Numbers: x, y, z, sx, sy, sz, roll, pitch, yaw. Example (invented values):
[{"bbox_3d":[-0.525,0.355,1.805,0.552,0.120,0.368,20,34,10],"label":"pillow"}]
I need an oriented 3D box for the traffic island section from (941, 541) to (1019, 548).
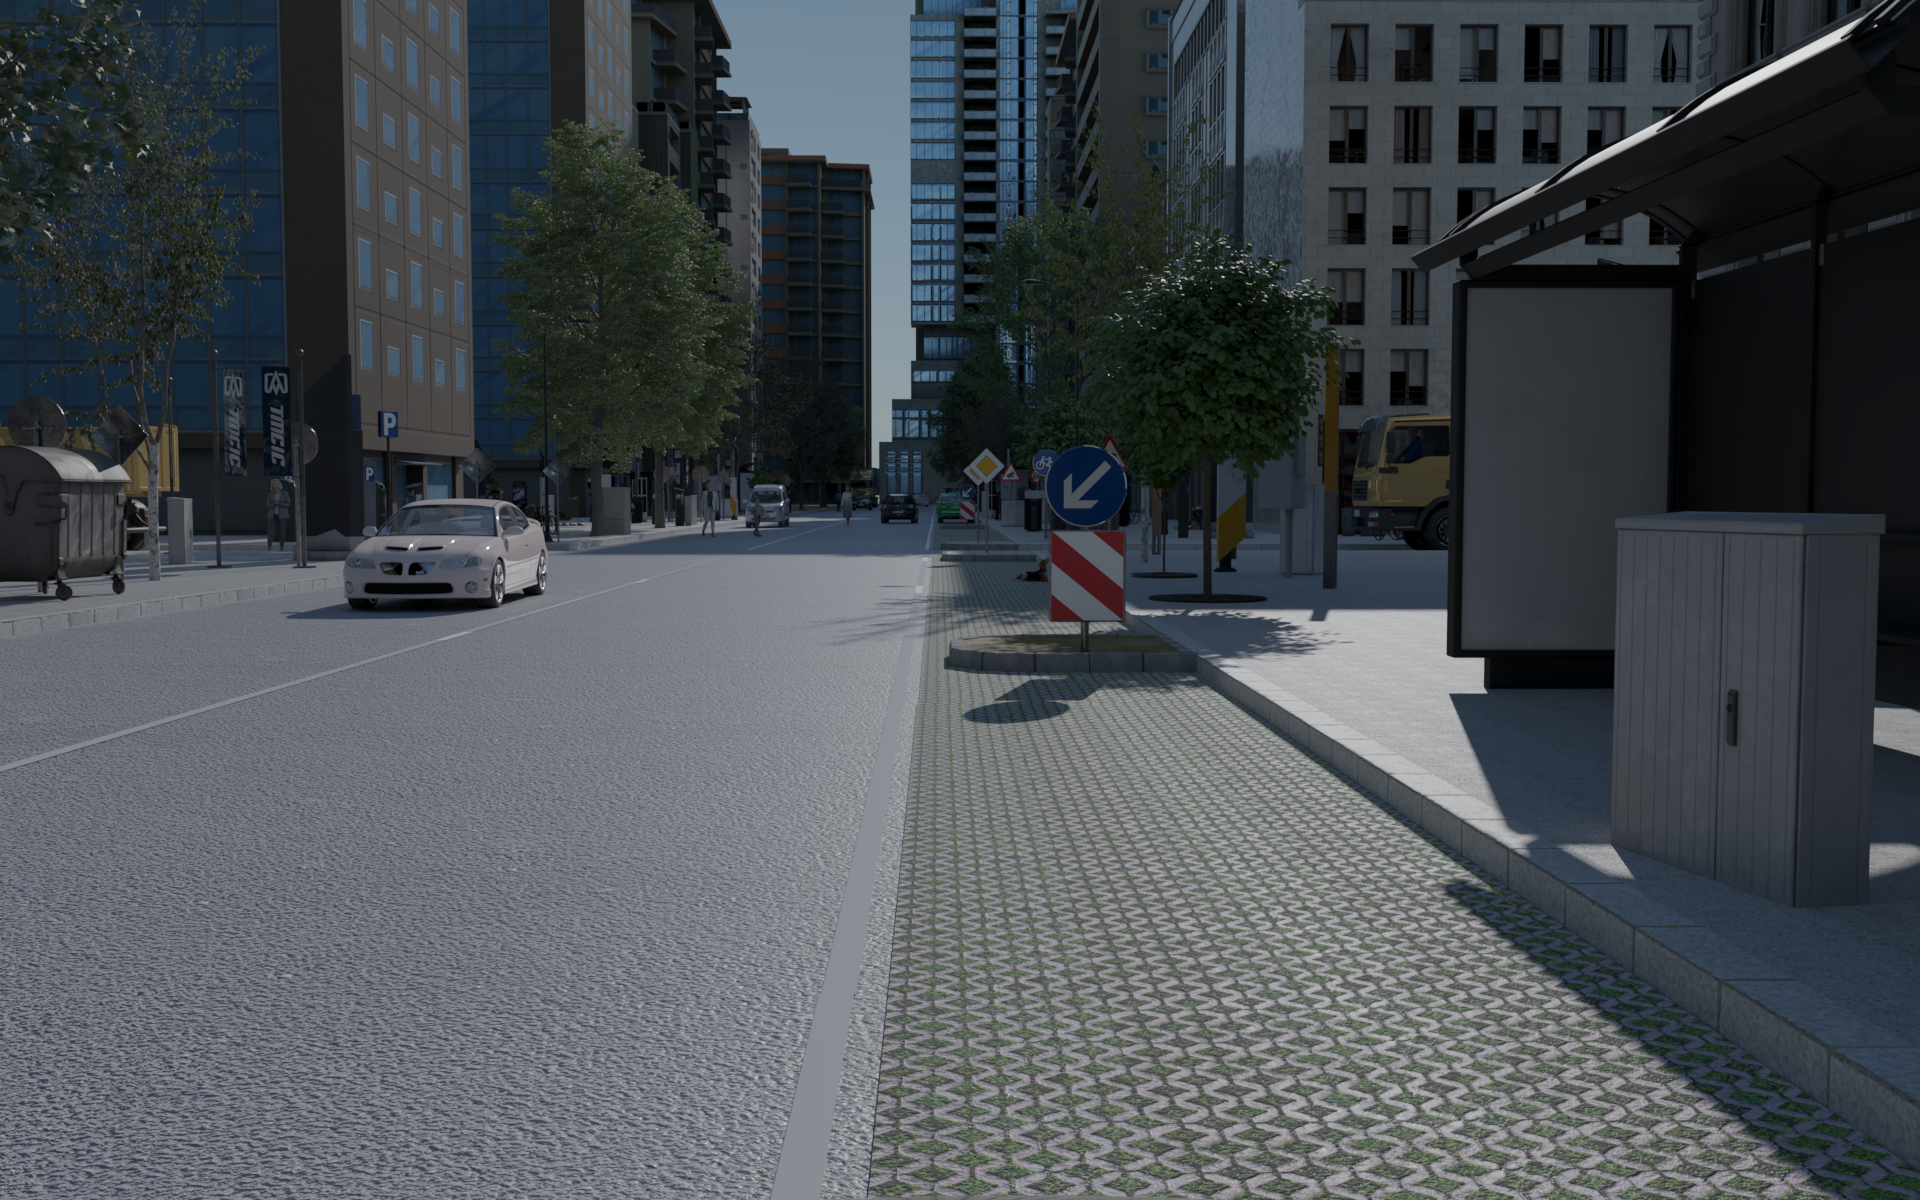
[{"bbox_3d":[0.500,-1.435,45.737,2.009,0.180,2.903,0,4,-1],"label":"traffic island section"}]

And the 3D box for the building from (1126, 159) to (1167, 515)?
[{"bbox_3d":[17.374,-17.401,103.592,14.460,24.649,34.723,0,4,-1],"label":"building"}]

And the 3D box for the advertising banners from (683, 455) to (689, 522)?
[{"bbox_3d":[-12.575,-5.055,78.830,0.090,3.025,2.074,-1,4,-21],"label":"advertising banners"}]

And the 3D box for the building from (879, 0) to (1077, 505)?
[{"bbox_3d":[5.411,-55.595,221.655,31.000,86.520,22.319,0,4,-1],"label":"building"}]

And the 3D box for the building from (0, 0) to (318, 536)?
[{"bbox_3d":[-25.638,-24.996,58.792,14.600,45.320,14.200,0,4,-1],"label":"building"}]

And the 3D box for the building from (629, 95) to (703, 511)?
[{"bbox_3d":[-27.092,-21.780,127.809,14.160,30.474,14.107,0,4,-1],"label":"building"}]

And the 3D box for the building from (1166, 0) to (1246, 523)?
[{"bbox_3d":[16.402,-15.797,76.297,12.078,24.808,19.932,0,4,-1],"label":"building"}]

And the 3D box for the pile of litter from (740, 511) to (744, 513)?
[{"bbox_3d":[-15.139,-6.475,119.824,1.176,0.858,1.719,1,4,22],"label":"pile of litter"}]

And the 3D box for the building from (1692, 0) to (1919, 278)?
[{"bbox_3d":[17.082,-11.632,19.055,11.050,23.489,19.941,0,4,-1],"label":"building"}]

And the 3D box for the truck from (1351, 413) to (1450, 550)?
[{"bbox_3d":[13.747,-2.831,42.214,9.791,3.379,3.469,0,3,0],"label":"truck"}]

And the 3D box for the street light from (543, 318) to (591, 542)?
[{"bbox_3d":[-10.449,-4.489,45.941,1.470,5.913,1.316,0,4,-1],"label":"street light"}]

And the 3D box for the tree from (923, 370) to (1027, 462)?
[{"bbox_3d":[1.821,-14.936,154.577,12.009,13.543,11.850,0,3,0],"label":"tree"}]

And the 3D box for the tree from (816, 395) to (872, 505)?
[{"bbox_3d":[-13.870,-17.090,197.542,7.486,12.596,7.792,0,3,0],"label":"tree"}]

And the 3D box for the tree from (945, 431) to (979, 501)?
[{"bbox_3d":[1.543,-16.472,187.439,7.486,12.596,7.792,0,3,0],"label":"tree"}]

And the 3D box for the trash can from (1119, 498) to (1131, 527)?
[{"bbox_3d":[6.362,-3.452,68.101,0.748,1.137,0.748,0,3,0],"label":"trash can"}]

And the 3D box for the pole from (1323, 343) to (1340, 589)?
[{"bbox_3d":[5.032,-1.811,23.460,0.158,3.312,0.155,0,3,0],"label":"pole"}]

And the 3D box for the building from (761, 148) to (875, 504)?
[{"bbox_3d":[-25.569,-34.702,222.005,28.867,44.769,22.147,0,4,-1],"label":"building"}]

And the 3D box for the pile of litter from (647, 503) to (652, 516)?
[{"bbox_3d":[-18.080,-5.344,101.335,1.176,0.858,1.719,0,4,-6],"label":"pile of litter"}]

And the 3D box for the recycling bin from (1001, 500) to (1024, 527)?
[{"bbox_3d":[2.106,-3.381,67.834,0.722,1.027,0.722,3,5,44],"label":"recycling bin"}]

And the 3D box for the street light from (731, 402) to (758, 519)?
[{"bbox_3d":[-10.876,-7.031,87.491,1.470,5.913,1.316,0,4,-1],"label":"street light"}]

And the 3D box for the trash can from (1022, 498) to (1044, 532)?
[{"bbox_3d":[2.497,-2.906,59.174,0.748,1.137,0.748,0,3,0],"label":"trash can"}]

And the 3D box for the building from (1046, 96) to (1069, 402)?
[{"bbox_3d":[16.004,-30.464,181.687,14.154,41.232,14.086,0,4,-1],"label":"building"}]

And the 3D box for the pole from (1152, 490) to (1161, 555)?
[{"bbox_3d":[4.166,-2.616,36.622,0.158,3.312,0.155,0,3,0],"label":"pole"}]

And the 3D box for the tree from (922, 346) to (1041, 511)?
[{"bbox_3d":[1.640,-13.124,131.582,9.611,12.733,9.660,0,3,0],"label":"tree"}]

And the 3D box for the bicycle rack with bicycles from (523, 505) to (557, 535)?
[{"bbox_3d":[-13.568,-2.465,53.680,2.852,0.926,2.925,2,4,29],"label":"bicycle rack with bicycles"}]

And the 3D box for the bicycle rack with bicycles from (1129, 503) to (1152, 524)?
[{"bbox_3d":[6.601,-3.698,73.844,2.852,0.926,2.925,-2,4,-34],"label":"bicycle rack with bicycles"}]

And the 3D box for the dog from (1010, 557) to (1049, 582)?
[{"bbox_3d":[1.209,-0.491,28.225,0.550,0.427,0.748,-3,5,-40],"label":"dog"}]

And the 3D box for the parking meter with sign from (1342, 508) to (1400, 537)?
[{"bbox_3d":[12.454,-3.431,52.353,1.738,3.016,0.543,0,4,7],"label":"parking meter with sign"}]

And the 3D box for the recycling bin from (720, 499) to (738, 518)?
[{"bbox_3d":[-12.209,-4.828,91.497,0.722,1.027,0.722,-3,4,-37],"label":"recycling bin"}]

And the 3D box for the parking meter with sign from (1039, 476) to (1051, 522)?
[{"bbox_3d":[4.027,-5.107,79.766,0.543,3.016,1.738,-1,4,-21],"label":"parking meter with sign"}]

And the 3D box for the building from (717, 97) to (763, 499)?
[{"bbox_3d":[-27.961,-30.399,180.625,14.086,41.232,14.154,0,4,-1],"label":"building"}]

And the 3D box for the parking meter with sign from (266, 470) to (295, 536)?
[{"bbox_3d":[-20.089,-3.376,51.458,1.738,3.016,0.543,3,5,43],"label":"parking meter with sign"}]

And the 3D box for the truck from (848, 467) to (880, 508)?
[{"bbox_3d":[-10.108,-11.946,184.226,2.839,4.237,11.283,0,4,1],"label":"truck"}]

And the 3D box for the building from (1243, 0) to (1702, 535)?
[{"bbox_3d":[18.934,-12.484,58.860,16.860,20.320,10.420,0,4,-1],"label":"building"}]

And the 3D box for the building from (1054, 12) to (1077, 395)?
[{"bbox_3d":[20.045,-30.801,158.214,22.147,44.769,28.867,0,4,-1],"label":"building"}]

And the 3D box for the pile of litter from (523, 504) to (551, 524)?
[{"bbox_3d":[-18.382,-3.692,74.321,1.719,0.858,1.176,0,4,4],"label":"pile of litter"}]

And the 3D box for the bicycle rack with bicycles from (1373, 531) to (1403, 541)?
[{"bbox_3d":[12.707,-2.117,47.996,2.925,0.926,2.852,-1,4,-21],"label":"bicycle rack with bicycles"}]

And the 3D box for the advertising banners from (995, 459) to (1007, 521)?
[{"bbox_3d":[2.020,-5.406,84.575,0.090,3.025,2.074,1,4,16],"label":"advertising banners"}]

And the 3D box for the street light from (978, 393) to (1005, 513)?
[{"bbox_3d":[1.493,-6.516,79.073,1.470,5.913,1.316,0,4,-1],"label":"street light"}]

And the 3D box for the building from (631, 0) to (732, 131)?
[{"bbox_3d":[-31.553,-30.275,149.625,22.147,44.769,28.867,0,4,-1],"label":"building"}]

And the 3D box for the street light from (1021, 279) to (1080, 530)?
[{"bbox_3d":[2.014,-3.982,37.643,1.470,5.913,1.316,0,4,-1],"label":"street light"}]

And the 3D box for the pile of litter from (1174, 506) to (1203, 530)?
[{"bbox_3d":[8.393,-2.973,62.578,1.176,0.858,1.719,-1,4,-13],"label":"pile of litter"}]

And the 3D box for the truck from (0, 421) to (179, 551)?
[{"bbox_3d":[-24.002,-2.770,41.217,9.791,3.379,3.469,0,4,-1],"label":"truck"}]

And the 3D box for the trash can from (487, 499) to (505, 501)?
[{"bbox_3d":[-13.833,-2.420,51.227,0.748,1.137,0.748,0,3,0],"label":"trash can"}]

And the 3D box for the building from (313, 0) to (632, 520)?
[{"bbox_3d":[-26.953,-27.476,99.342,14.600,45.320,14.200,0,4,-1],"label":"building"}]

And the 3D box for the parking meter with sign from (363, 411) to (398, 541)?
[{"bbox_3d":[-12.816,-2.481,36.817,1.738,3.016,0.543,1,4,20],"label":"parking meter with sign"}]

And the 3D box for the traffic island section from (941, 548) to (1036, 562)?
[{"bbox_3d":[0.602,-0.946,37.752,2.009,0.180,2.903,0,4,-1],"label":"traffic island section"}]

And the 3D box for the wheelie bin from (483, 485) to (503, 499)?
[{"bbox_3d":[-16.428,-3.245,60.962,0.693,1.594,0.980,-1,4,-20],"label":"wheelie bin"}]

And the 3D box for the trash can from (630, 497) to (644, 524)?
[{"bbox_3d":[-14.154,-3.914,75.645,0.748,1.137,0.748,0,3,0],"label":"trash can"}]

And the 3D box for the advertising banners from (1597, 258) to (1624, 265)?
[{"bbox_3d":[4.383,-0.999,12.515,0.090,3.025,2.074,3,5,41],"label":"advertising banners"}]

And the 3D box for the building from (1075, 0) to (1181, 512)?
[{"bbox_3d":[20.326,-31.119,132.497,21.300,48.544,21.600,0,4,-1],"label":"building"}]

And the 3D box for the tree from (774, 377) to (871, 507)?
[{"bbox_3d":[-13.454,-15.423,169.174,9.611,12.733,9.660,0,3,0],"label":"tree"}]
